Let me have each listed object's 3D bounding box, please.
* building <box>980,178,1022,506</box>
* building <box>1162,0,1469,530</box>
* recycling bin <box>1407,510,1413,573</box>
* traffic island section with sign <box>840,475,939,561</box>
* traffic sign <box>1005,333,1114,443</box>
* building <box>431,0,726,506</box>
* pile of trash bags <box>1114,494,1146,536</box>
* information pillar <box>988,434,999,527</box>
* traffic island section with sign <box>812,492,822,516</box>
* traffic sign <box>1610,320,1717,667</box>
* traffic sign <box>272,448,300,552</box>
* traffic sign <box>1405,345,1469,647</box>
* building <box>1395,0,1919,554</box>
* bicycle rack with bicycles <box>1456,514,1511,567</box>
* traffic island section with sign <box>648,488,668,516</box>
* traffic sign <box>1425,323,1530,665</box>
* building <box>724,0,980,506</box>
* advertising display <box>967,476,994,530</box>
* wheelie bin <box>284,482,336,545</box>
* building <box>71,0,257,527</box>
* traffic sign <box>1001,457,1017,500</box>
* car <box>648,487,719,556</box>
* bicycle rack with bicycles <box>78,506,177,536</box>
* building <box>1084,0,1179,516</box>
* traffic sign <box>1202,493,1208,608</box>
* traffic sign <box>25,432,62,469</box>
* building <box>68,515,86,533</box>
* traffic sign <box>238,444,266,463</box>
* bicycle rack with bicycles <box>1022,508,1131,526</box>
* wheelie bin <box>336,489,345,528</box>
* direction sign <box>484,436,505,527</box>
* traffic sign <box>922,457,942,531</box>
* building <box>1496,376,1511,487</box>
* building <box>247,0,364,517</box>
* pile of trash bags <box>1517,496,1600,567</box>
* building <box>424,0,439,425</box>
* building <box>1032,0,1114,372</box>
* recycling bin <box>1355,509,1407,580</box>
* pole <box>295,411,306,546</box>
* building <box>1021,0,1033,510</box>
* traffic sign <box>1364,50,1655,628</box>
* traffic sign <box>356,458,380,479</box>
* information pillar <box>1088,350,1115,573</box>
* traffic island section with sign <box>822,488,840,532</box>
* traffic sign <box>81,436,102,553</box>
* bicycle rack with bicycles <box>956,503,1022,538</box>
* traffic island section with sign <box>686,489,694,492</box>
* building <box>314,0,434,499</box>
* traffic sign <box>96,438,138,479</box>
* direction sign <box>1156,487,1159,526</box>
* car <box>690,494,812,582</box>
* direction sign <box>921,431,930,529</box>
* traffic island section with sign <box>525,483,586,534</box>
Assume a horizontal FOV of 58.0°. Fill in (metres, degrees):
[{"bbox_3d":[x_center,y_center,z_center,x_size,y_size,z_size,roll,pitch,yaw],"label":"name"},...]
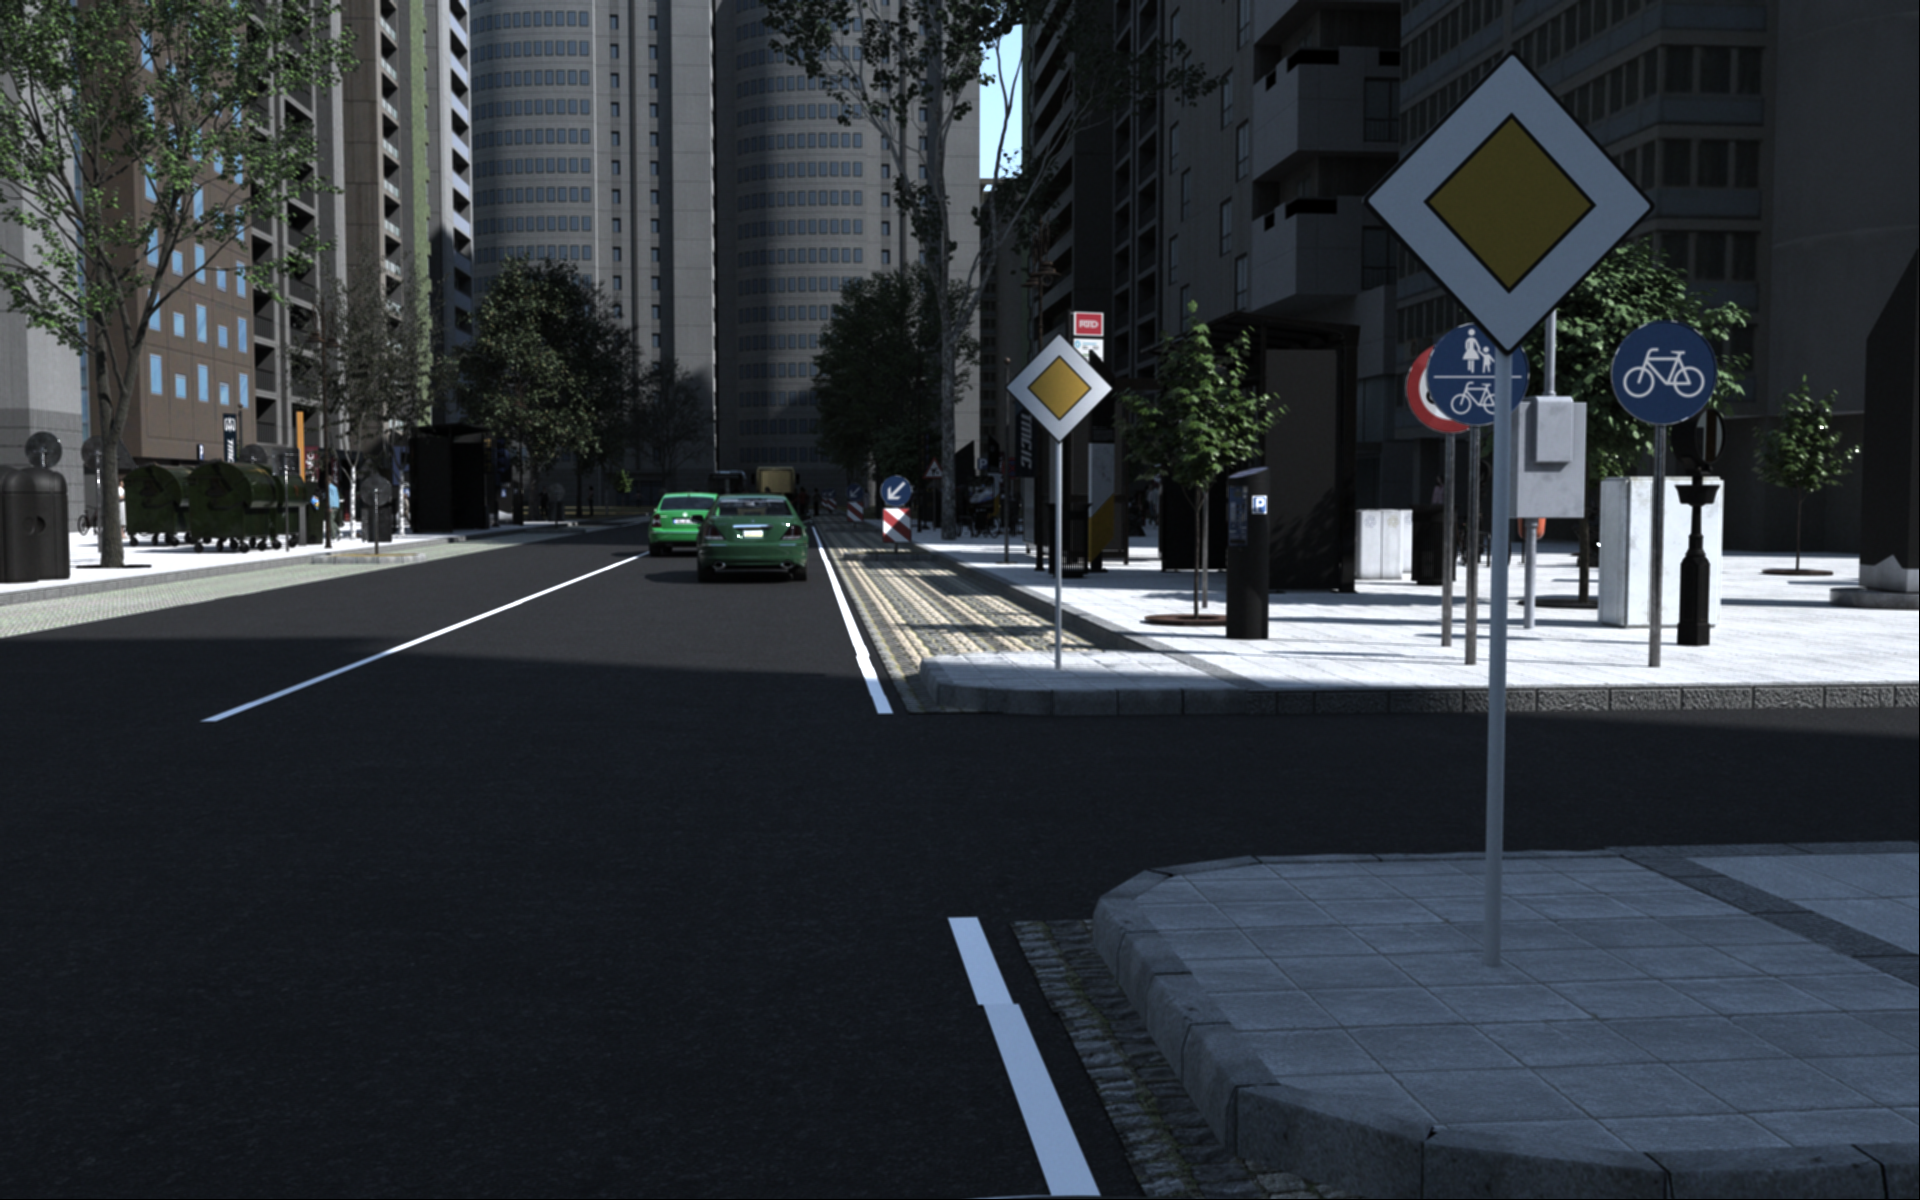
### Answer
[{"bbox_3d":[12.620,-31.246,202.749,23.993,40.220,32.217,0,4,-5],"label":"building"},{"bbox_3d":[24.713,-29.684,74.574,28.713,52.752,27.495,0,4,-5],"label":"building"},{"bbox_3d":[6.987,-0.965,28.326,0.722,1.027,0.722,-1,4,-17],"label":"recycling bin"},{"bbox_3d":[-1.527,-1.769,37.547,1.989,1.847,2.006,0,4,-5],"label":"traffic island section with sign"},{"bbox_3d":[0.738,-0.635,12.579,0.795,2.593,0.064,0,4,-5],"label":"traffic sign"},{"bbox_3d":[-41.005,-39.710,191.259,28.212,58.520,21.231,0,4,-5],"label":"building"},{"bbox_3d":[4.772,-2.695,53.811,1.912,1.369,3.447,0,4,4],"label":"pile of trash bags"},{"bbox_3d":[1.313,-4.684,67.943,0.504,3.616,0.183,-2,4,-30],"label":"information pillar"},{"bbox_3d":[-8.575,-6.444,113.991,1.989,1.847,2.006,0,4,-5],"label":"traffic island section with sign"},{"bbox_3d":[5.158,-0.775,12.785,0.768,2.556,0.104,0,4,3],"label":"traffic sign"},{"bbox_3d":[-15.004,-2.229,38.580,0.606,2.300,0.079,0,4,-2],"label":"traffic sign"},{"bbox_3d":[4.097,-0.881,14.508,0.768,2.556,0.104,0,4,3],"label":"traffic sign"},{"bbox_3d":[26.026,-21.555,44.302,23.993,40.220,32.217,0,4,-5],"label":"building"},{"bbox_3d":[8.752,-1.111,31.543,2.852,0.926,2.925,1,4,13],"label":"bicycle rack with bicycles"},{"bbox_3d":[-19.400,-6.413,113.478,1.989,1.847,2.006,0,4,-5],"label":"traffic island section with sign"},{"bbox_3d":[3.840,-0.785,12.947,0.768,2.556,0.104,0,4,1],"label":"traffic sign"},{"bbox_3d":[-12.777,-39.837,193.335,28.212,58.520,21.231,0,4,-5],"label":"building"},{"bbox_3d":[0.728,-3.448,61.588,0.974,1.923,0.123,-1,4,-16],"label":"advertising display"},{"bbox_3d":[-16.636,-2.217,44.150,0.980,1.594,0.693,1,4,20],"label":"wheelie bin"},{"bbox_3d":[-38.872,-25.778,71.577,14.600,45.320,14.200,0,4,-5],"label":"building"},{"bbox_3d":[1.806,-3.646,59.714,0.768,2.556,0.104,0,4,-1],"label":"traffic sign"},{"bbox_3d":[-6.366,-1.986,41.264,1.959,1.807,4.718,0,4,-4],"label":"car"},{"bbox_3d":[-25.764,-2.482,53.963,2.925,0.926,2.852,3,5,43],"label":"bicycle rack with bicycles"},{"bbox_3d":[19.046,-40.761,104.695,20.563,71.187,20.611,0,4,-5],"label":"building"},{"bbox_3d":[2.755,-1.058,19.430,0.606,2.300,0.079,0,4,3],"label":"traffic sign"},{"bbox_3d":[-18.702,-2.156,35.355,0.768,2.556,0.104,0,4,3],"label":"traffic sign"},{"bbox_3d":[-38.736,-30.576,41.911,21.231,58.520,28.212,0,4,-5],"label":"building"},{"bbox_3d":[-18.105,-2.707,44.369,0.768,2.556,0.104,0,4,2],"label":"traffic sign"},{"bbox_3d":[3.190,-1.962,45.466,2.852,0.926,2.925,0,4,5],"label":"bicycle rack with bicycles"},{"bbox_3d":[-24.008,-3.574,66.335,0.693,1.594,0.980,0,4,-2],"label":"wheelie bin"},{"bbox_3d":[-18.127,-4.616,67.464,0.876,3.537,0.379,-3,4,-37],"label":"direction sign"},{"bbox_3d":[-0.888,-3.677,60.122,0.884,2.594,0.081,0,4,-4],"label":"traffic sign"},{"bbox_3d":[47.691,-50.688,141.413,31.000,86.520,22.319,0,4,-5],"label":"building"},{"bbox_3d":[-44.326,-40.038,92.879,20.563,71.187,20.611,0,4,-5],"label":"building"},{"bbox_3d":[11.476,-1.298,30.968,1.912,1.369,3.447,-3,5,-41],"label":"pile of trash bags"},{"bbox_3d":[-53.107,-36.246,134.626,28.212,58.520,21.231,0,4,-5],"label":"building"},{"bbox_3d":[17.234,-30.745,126.375,21.300,48.544,21.600,0,4,-5],"label":"building"},{"bbox_3d":[6.242,-0.839,26.268,0.722,1.027,0.722,-1,4,-10],"label":"recycling bin"},{"bbox_3d":[-16.308,-2.997,42.848,0.158,3.312,0.155,0,3,0],"label":"pole"},{"bbox_3d":[11.855,-28.159,143.989,14.154,41.232,14.086,0,4,-5],"label":"building"},{"bbox_3d":[1.471,-0.149,4.628,0.795,2.593,0.064,0,4,-5],"label":"traffic sign"},{"bbox_3d":[-20.468,-3.669,59.991,0.884,2.594,0.081,0,4,-4],"label":"traffic sign"},{"bbox_3d":[2.299,-2.258,28.280,0.504,3.616,0.183,-2,4,-33],"label":"information pillar"},{"bbox_3d":[-4.108,-3.483,65.574,1.989,1.847,2.006,0,4,-5],"label":"traffic island section with sign"},{"bbox_3d":[-18.828,-2.308,37.847,0.768,2.556,0.104,0,4,3],"label":"traffic sign"},{"bbox_3d":[0.924,-2.346,51.742,2.852,0.926,2.925,-1,4,-11],"label":"bicycle rack with bicycles"},{"bbox_3d":[-21.941,-8.102,141.091,1.989,1.847,2.006,0,4,-5],"label":"traffic island section with sign"},{"bbox_3d":[-42.765,-26.175,111.560,14.154,41.232,14.086,0,4,-5],"label":"building"},{"bbox_3d":[-17.659,-2.219,36.277,0.884,2.594,0.081,0,4,2],"label":"traffic sign"},{"bbox_3d":[8.079,-4.808,70.600,0.379,3.537,0.876,-1,4,-23],"label":"direction sign"},{"bbox_3d":[-3.587,-1.106,29.876,2.131,1.459,4.920,0,4,-7],"label":"car"},{"bbox_3d":[-1.265,-4.337,62.913,0.379,3.537,0.876,-1,4,-20],"label":"direction sign"},{"bbox_3d":[-14.787,-3.352,63.435,1.989,1.847,2.006,0,4,-5],"label":"traffic island section with sign"}]
